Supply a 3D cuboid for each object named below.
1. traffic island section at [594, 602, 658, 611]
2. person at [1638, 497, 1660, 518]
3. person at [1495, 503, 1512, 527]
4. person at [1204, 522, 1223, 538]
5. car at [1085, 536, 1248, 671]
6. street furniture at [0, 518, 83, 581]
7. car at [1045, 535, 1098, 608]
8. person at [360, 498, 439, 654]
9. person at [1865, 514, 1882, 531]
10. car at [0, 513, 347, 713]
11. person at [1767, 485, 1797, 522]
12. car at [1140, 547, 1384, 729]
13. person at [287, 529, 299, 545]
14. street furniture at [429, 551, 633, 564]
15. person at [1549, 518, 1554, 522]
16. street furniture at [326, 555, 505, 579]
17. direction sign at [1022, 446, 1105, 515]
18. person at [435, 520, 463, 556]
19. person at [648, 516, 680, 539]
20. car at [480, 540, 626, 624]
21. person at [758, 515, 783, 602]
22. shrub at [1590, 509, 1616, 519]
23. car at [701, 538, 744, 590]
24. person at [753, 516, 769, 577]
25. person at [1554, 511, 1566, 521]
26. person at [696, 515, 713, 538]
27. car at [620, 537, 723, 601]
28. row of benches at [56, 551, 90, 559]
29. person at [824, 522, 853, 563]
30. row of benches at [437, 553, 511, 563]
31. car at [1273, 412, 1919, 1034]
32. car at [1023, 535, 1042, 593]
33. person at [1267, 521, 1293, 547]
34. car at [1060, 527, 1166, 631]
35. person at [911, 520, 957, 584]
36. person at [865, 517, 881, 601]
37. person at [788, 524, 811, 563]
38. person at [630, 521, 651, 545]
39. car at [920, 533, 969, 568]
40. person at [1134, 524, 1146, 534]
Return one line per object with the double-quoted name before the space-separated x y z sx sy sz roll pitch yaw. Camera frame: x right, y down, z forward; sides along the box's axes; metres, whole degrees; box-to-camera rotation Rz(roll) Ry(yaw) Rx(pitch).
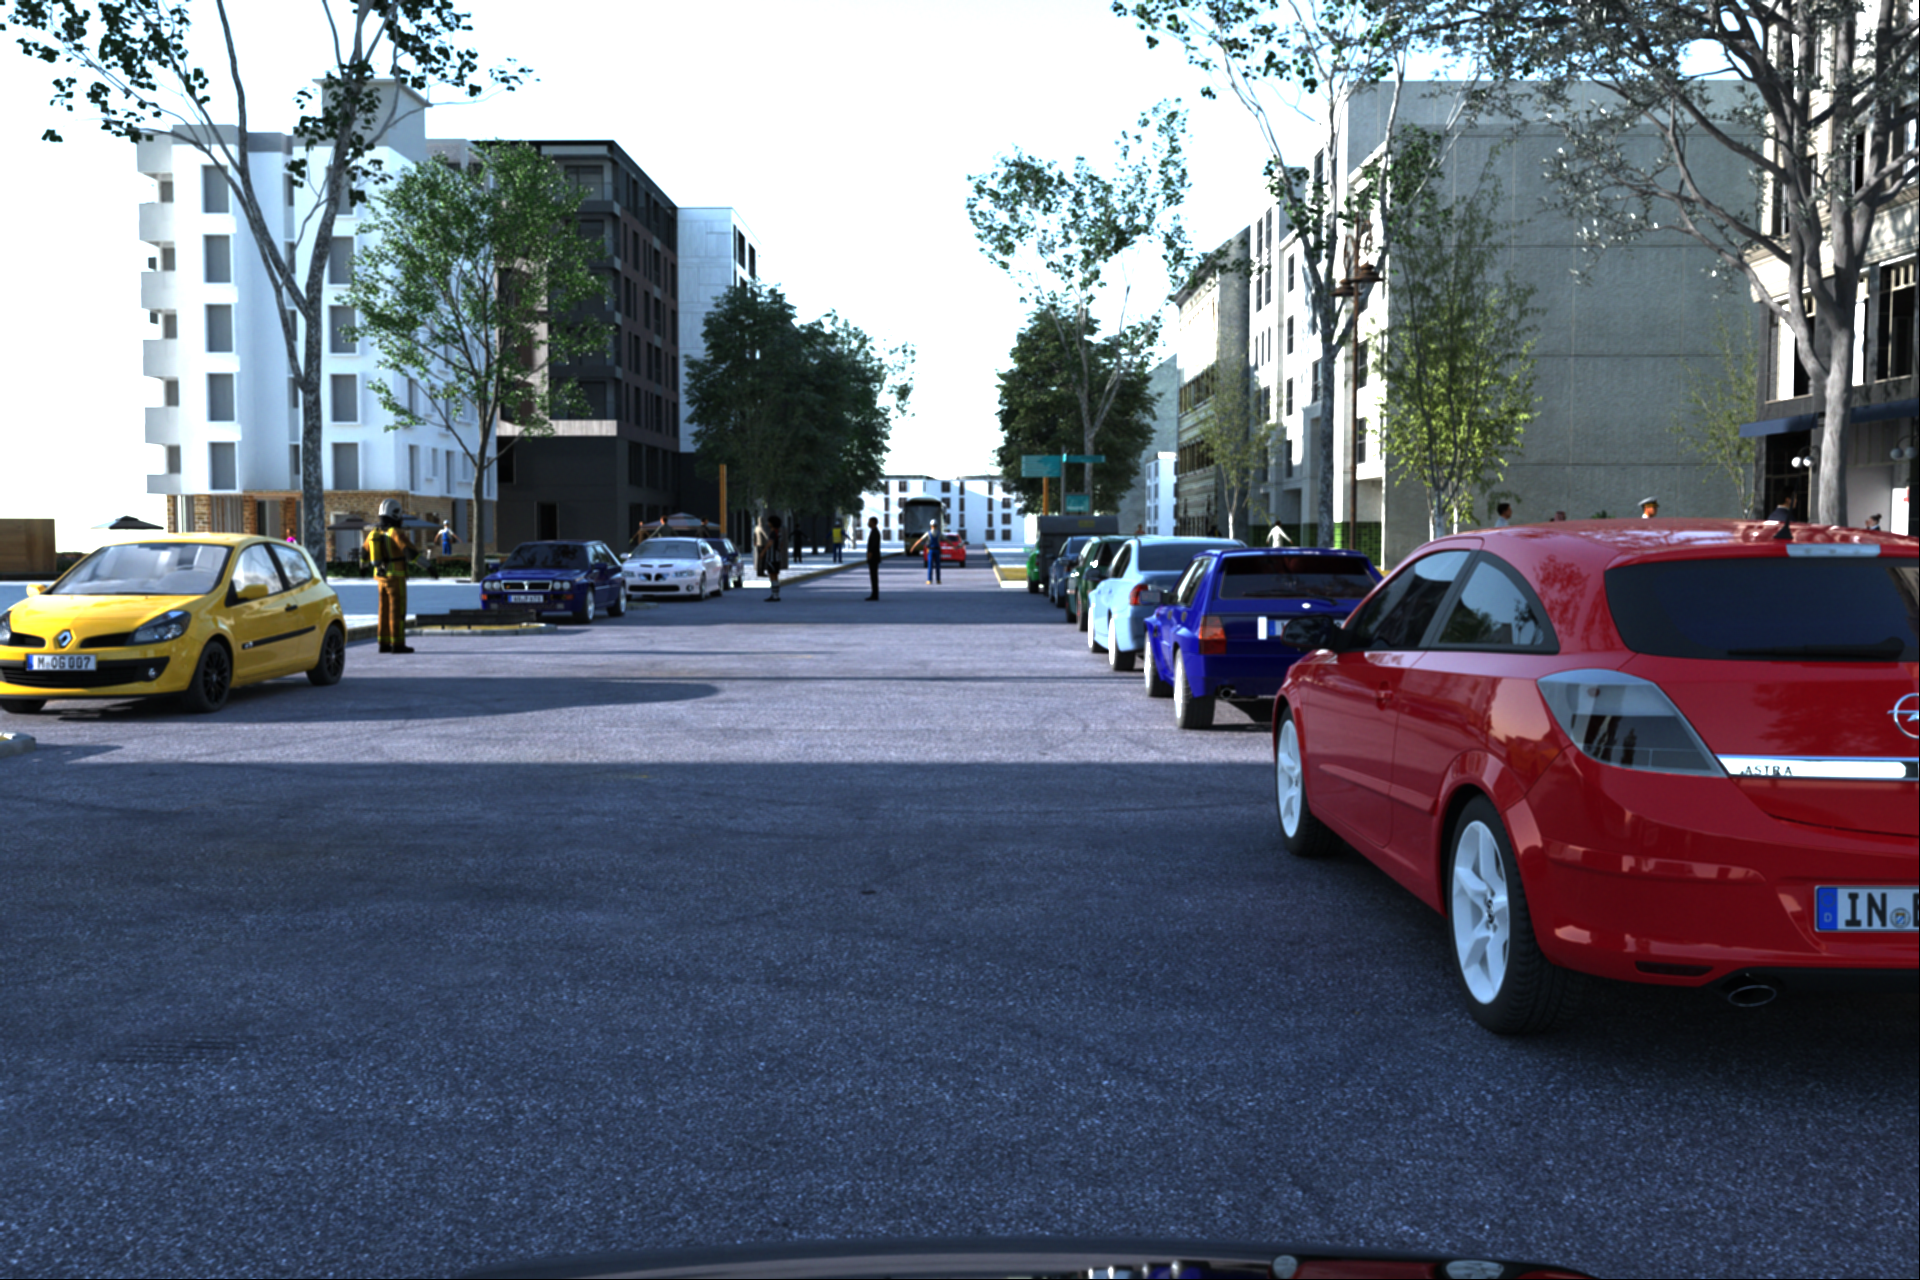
"traffic island section" -6.889 -0.641 33.348 1.991 0.108 1.994 0 4 1
"person" 10.618 -1.276 26.649 1.343 1.855 0.704 -3 5 -42
"person" 9.374 -1.445 29.785 0.704 1.810 1.344 1 4 10
"person" 12.220 -4.760 83.601 1.354 1.856 0.705 -2 4 -31
"car" 2.440 -0.453 19.411 2.014 1.417 4.499 0 4 0
"street furniture" -27.746 -2.664 50.409 9.812 1.723 11.010 -2 4 -31
"car" 2.740 -1.404 34.960 2.014 1.417 4.499 0 4 0
"person" -6.825 -0.773 20.871 1.354 1.858 0.705 2 4 33
"person" 20.220 -1.939 38.547 0.445 1.727 0.742 0 4 -3
"car" -6.795 -0.297 15.078 2.015 1.641 3.980 0 4 1
"person" 9.212 -0.812 19.318 0.704 1.823 1.345 0 4 1
"car" 2.476 -0.090 14.048 1.945 1.354 3.894 0 4 1
"person" -18.542 -2.360 47.850 0.991 1.433 0.599 3 4 39
"street furniture" -14.638 -2.961 64.042 10.072 0.657 5.734 -1 4 -13
"person" 19.695 -3.138 57.495 0.705 1.806 1.347 -2 4 -34
"street furniture" -17.267 -2.210 51.754 10.072 0.657 5.734 0 4 -4
"direction sign" 3.126 -3.858 51.836 2.525 3.948 1.411 0 3 0
"person" -21.038 -3.991 71.107 1.347 1.847 0.705 1 4 20
"person" -8.372 -2.616 49.037 1.348 1.796 0.705 -3 5 -41
"car" -6.733 -0.996 28.863 1.945 1.354 3.894 0 4 1
"person" -3.989 -1.729 36.874 0.704 1.843 1.345 1 4 10
"shrub" 19.126 -2.879 51.491 1.690 2.028 1.600 0 3 0
"car" -6.717 -2.009 45.421 1.945 1.354 3.894 0 4 0
"person" -5.896 -2.788 51.712 0.705 1.813 1.348 -2 4 -32
"person" 13.595 -2.022 39.206 0.704 1.811 1.347 1 4 10
"person" -7.632 -2.812 51.906 0.705 1.837 1.347 -3 4 -36
"car" -6.396 -1.597 38.474 2.083 1.381 4.827 0 4 0
"row of benches" -32.975 -2.942 63.572 1.422 0.672 4.104 0 4 -4
"person" -5.432 -4.342 76.955 1.349 1.833 0.705 1 4 12
"row of benches" -15.206 -2.563 57.374 4.104 0.672 1.422 0 4 3
"car" 2.364 0.158 6.455 2.155 1.783 4.494 0 4 -1
"car" 2.574 -2.106 43.235 1.959 1.807 4.718 0 4 1
"person" 12.320 -3.719 66.984 0.705 1.806 1.347 -2 4 -34
"car" 2.581 -1.045 26.880 2.009 1.686 4.222 0 3 0
"person" -0.746 -2.536 49.784 1.347 1.847 0.705 0 4 -5
"person" -1.892 -1.756 37.389 0.704 1.802 1.346 0 4 -3
"person" -7.153 -4.289 76.841 1.216 1.740 0.721 2 4 25
"person" -12.922 -3.935 70.475 1.346 1.812 0.704 3 5 39
"car" -0.668 -4.046 75.196 2.155 1.783 4.494 0 4 -1
"person" 8.170 -4.359 78.074 1.217 1.733 0.721 -2 4 -26
